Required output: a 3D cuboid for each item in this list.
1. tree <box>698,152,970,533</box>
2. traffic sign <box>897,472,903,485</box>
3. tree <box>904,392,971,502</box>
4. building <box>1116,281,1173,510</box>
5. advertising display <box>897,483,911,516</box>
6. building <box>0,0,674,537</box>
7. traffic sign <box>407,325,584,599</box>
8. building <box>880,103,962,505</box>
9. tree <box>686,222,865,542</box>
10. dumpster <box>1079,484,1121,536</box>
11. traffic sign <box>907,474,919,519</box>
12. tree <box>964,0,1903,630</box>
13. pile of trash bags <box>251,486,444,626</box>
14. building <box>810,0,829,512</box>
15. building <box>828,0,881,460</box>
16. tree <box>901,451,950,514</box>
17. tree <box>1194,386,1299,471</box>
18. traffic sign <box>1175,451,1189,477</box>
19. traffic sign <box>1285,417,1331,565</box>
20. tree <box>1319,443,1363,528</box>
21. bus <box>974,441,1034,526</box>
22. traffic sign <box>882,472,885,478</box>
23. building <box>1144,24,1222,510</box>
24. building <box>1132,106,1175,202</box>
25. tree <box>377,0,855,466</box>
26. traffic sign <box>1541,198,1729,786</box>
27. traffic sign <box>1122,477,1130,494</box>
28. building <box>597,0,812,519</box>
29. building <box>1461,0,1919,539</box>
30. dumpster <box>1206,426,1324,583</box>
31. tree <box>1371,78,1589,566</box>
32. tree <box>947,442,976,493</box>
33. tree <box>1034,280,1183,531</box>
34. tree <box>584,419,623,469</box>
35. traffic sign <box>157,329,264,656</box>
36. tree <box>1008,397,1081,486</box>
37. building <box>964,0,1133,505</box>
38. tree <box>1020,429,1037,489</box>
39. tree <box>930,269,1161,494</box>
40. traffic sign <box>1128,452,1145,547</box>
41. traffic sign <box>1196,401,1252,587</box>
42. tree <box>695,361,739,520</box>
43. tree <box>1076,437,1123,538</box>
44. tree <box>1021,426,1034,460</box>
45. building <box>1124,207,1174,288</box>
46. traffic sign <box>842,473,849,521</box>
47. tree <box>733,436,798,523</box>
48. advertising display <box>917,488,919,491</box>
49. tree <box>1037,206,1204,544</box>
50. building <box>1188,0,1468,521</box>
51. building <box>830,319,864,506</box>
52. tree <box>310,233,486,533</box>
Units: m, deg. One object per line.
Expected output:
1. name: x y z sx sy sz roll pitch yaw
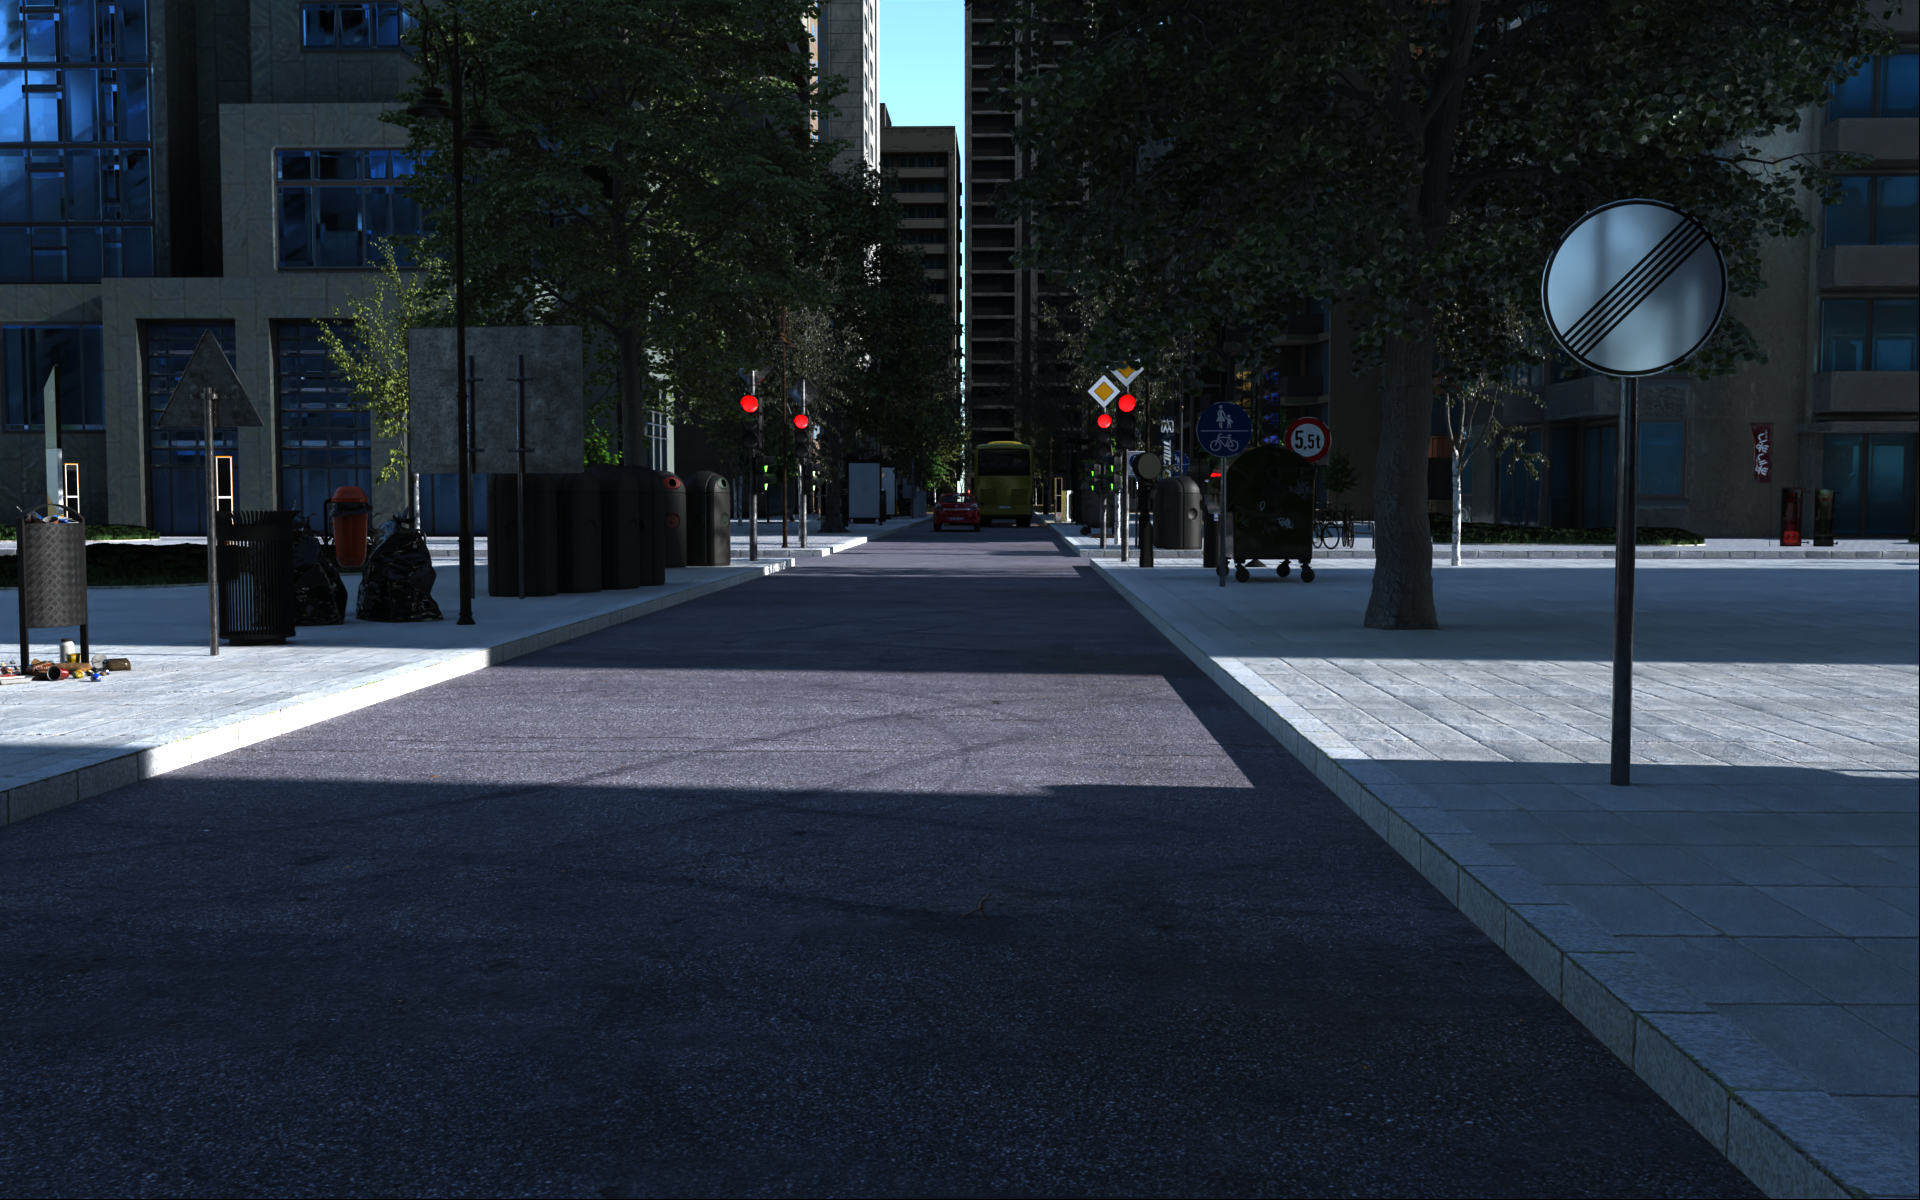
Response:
1. tree: -4.121 -8.588 57.425 9.611 12.733 9.660 0 3 0
2. traffic sign: -3.639 -6.037 98.811 0.768 2.556 0.104 0 4 7
3. tree: -1.583 -10.359 119.727 4.737 8.622 4.395 0 3 0
4. building: 28.595 -18.931 154.564 27.650 21.520 28.899 0 4 2
5. advertising display: -3.312 -5.784 99.783 0.974 1.923 0.123 1 4 14
6. building: -23.227 -45.998 64.736 22.319 86.520 31.000 0 4 2
7. traffic sign: -5.660 -1.664 21.084 2.265 3.308 0.079 1 4 10
8. building: -10.729 -36.363 218.232 21.600 48.544 21.300 0 4 2
9. tree: -4.375 -5.860 46.171 4.360 8.622 3.978 0 3 0
10. dumpster: 4.389 -2.958 54.123 1.264 1.857 1.865 0 4 2
11. traffic sign: -2.418 -5.275 88.379 0.606 2.300 0.079 0 4 7
12. tree: 4.351 -6.706 16.296 9.857 13.997 8.962 0 3 0
13. pile of trash bags: -6.564 -0.535 18.503 1.912 1.369 3.447 -1 4 -18
14. building: -16.946 -28.932 123.155 14.600 45.320 14.200 0 4 2
15. building: -18.875 -44.923 172.750 20.611 71.187 20.563 0 4 2
16. tree: -2.357 -7.849 112.039 4.285 4.588 4.351 0 3 0
17. tree: 8.861 -4.217 52.659 4.285 4.588 4.351 0 3 0
18. traffic sign: 6.325 -3.099 50.775 0.768 2.556 0.104 0 4 3
19. traffic sign: 5.742 -1.747 28.673 0.768 2.556 0.104 0 4 8
20. tree: 14.441 -4.345 65.641 1.663 3.219 1.824 0 3 0
21. bus: 2.035 -5.387 79.623 2.896 3.916 12.252 0 4 2
22. traffic sign: -3.970 -5.063 82.506 0.795 2.593 0.064 0 4 6
23. building: 24.896 -42.201 128.242 20.563 71.187 20.611 0 4 2
24. building: 35.766 -41.266 216.702 28.212 58.520 21.231 0 4 2
25. tree: -5.298 -6.649 26.843 7.486 12.596 7.792 0 3 0
26. traffic sign: 2.916 -0.457 7.572 0.768 2.556 0.104 1 4 11
27. traffic sign: 6.553 -4.269 69.899 0.768 2.556 0.104 0 4 3
28. building: -20.492 -29.135 100.064 21.300 48.544 21.600 0 4 2
29. building: 32.573 -26.808 57.927 30.456 49.044 23.786 0 4 2
30. dumpster: 4.525 -1.426 25.814 1.502 2.255 1.985 0 4 2
31. tree: 8.964 -4.906 30.569 4.360 8.622 3.978 0 3 0
32. tree: 0.182 -14.447 186.572 4.360 8.622 3.978 0 3 0
33. tree: 5.646 -6.734 60.457 4.737 8.622 4.395 0 3 0
34. tree: -9.445 -3.037 44.262 1.663 3.219 1.824 0 3 0
35. traffic sign: -5.927 -0.837 13.696 0.884 2.594 0.081 0 4 6
36. tree: 8.784 -15.519 179.495 9.928 11.665 9.643 0 3 0
37. building: 11.109 -47.579 216.160 20.611 71.187 20.563 0 4 2
38. tree: 7.191 -11.673 141.221 4.360 8.622 3.978 0 3 0
39. tree: 5.902 -11.204 93.558 12.009 13.543 11.850 0 3 0
40. traffic sign: 4.233 -2.410 41.533 0.606 2.300 0.079 0 4 7
41. traffic sign: 3.640 -1.457 23.931 0.768 2.556 0.104 0 4 3
42. tree: -11.286 -8.338 86.686 4.737 8.622 4.395 0 3 0
43. tree: 4.232 -3.448 50.969 1.663 3.219 1.824 0 3 0
44. tree: 8.759 -13.506 171.186 4.737 8.622 4.395 0 3 0
45. building: 23.520 -24.723 175.917 14.160 30.474 14.107 0 4 2
46. traffic sign: -5.374 -4.971 83.400 0.606 2.300 0.079 1 4 9
47. tree: -8.472 -5.670 76.423 4.285 4.588 4.351 0 3 0
48. advertising display: -2.767 -6.767 115.847 0.974 1.923 0.123 3 5 44
49. tree: 4.016 -5.706 43.657 4.360 8.622 3.978 0 3 0
50. building: 24.689 -26.868 93.912 22.147 44.769 28.867 0 4 2
51. building: -23.152 -18.443 146.580 27.650 21.520 28.899 0 4 2
52. tree: -15.427 -5.984 48.199 4.737 8.622 4.395 0 3 0
